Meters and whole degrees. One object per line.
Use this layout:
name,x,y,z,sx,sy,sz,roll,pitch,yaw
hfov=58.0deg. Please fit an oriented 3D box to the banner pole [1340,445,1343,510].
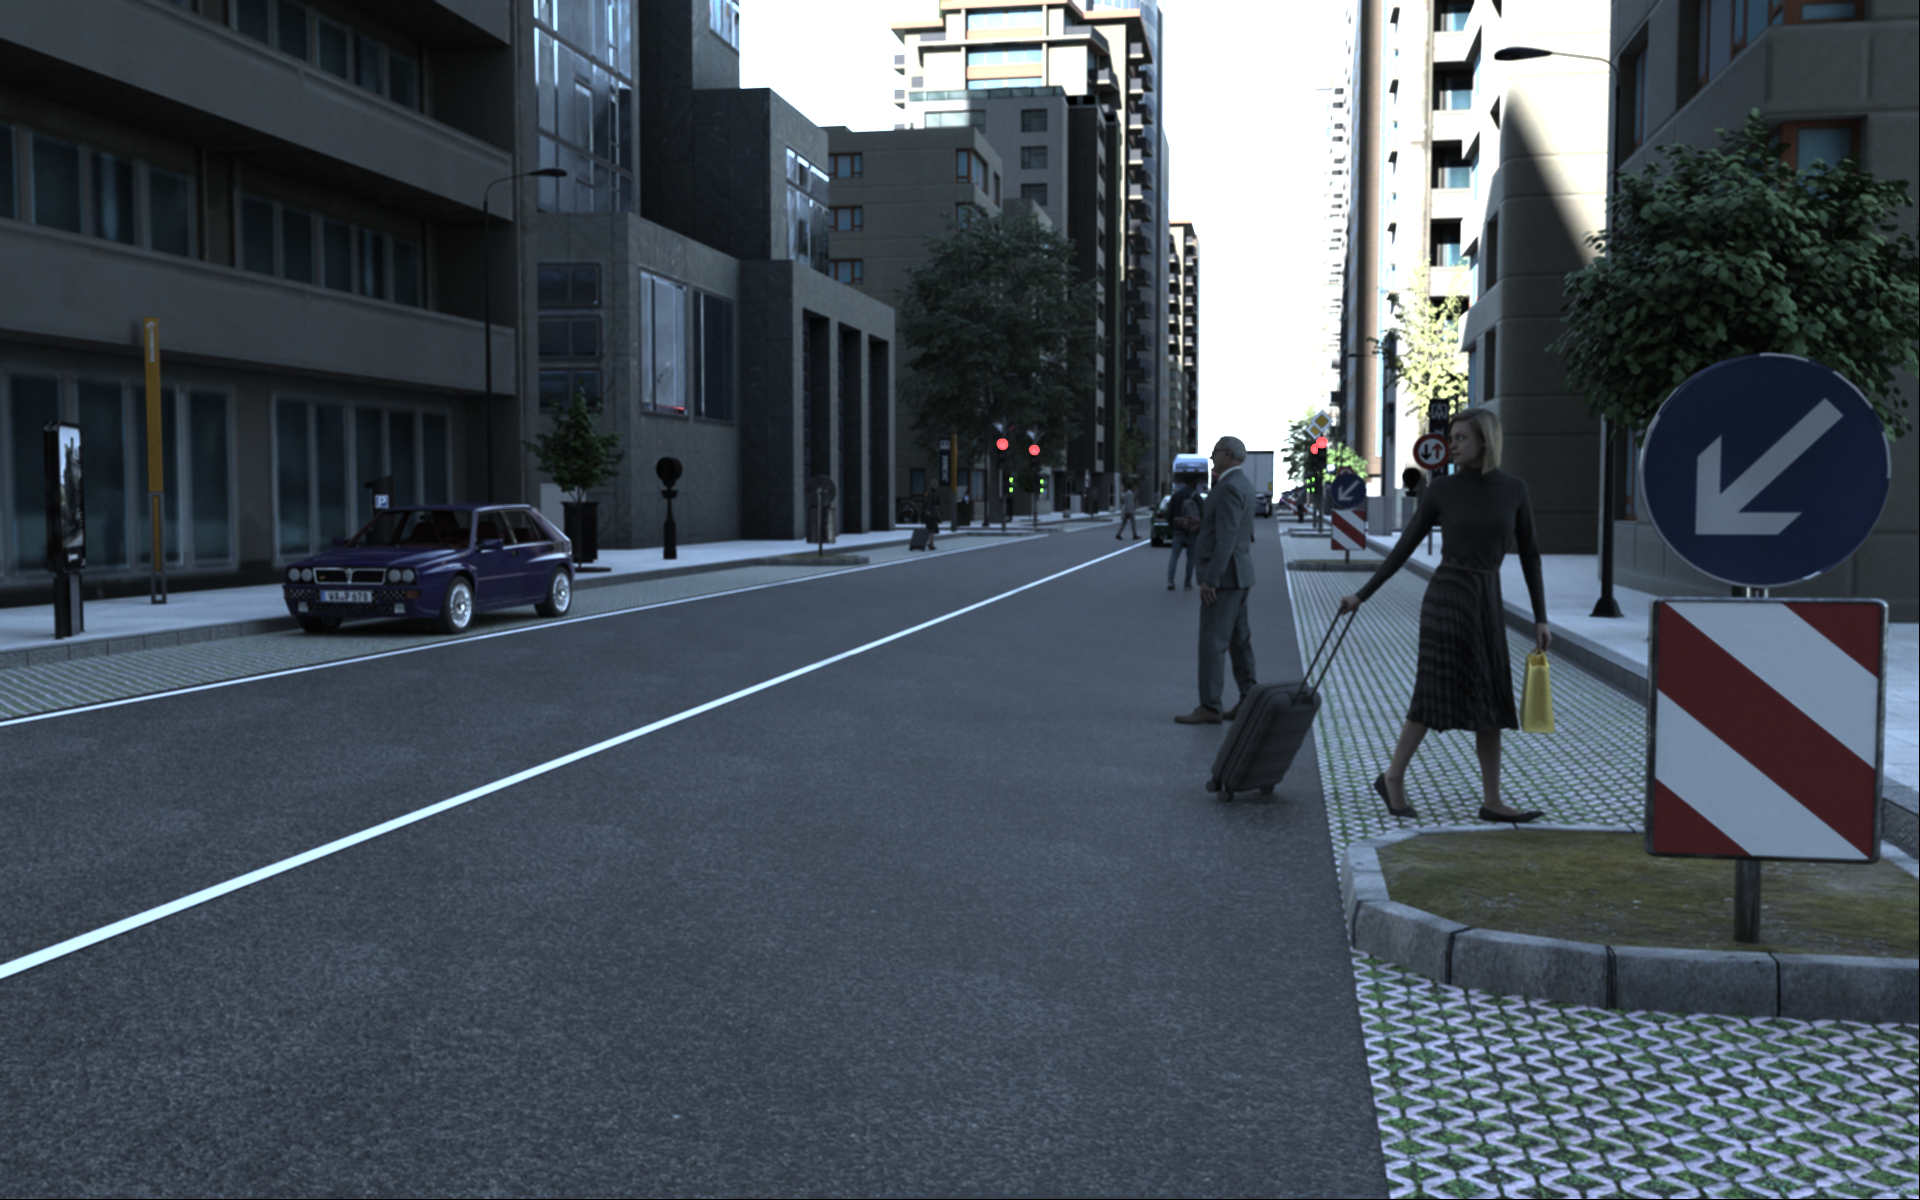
banner pole,19.613,-6.060,89.100,0.401,3.779,0.863,1,4,13

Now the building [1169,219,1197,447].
building,25.203,-37.570,268.893,22.147,44.769,28.867,1,4,10

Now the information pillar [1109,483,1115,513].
information pillar,10.346,-6.923,117.685,0.304,2.012,0.304,2,4,29

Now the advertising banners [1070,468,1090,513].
advertising banners,8.094,-7.389,116.991,0.090,3.025,2.074,3,5,44

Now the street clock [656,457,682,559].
street clock,-5.717,-1.805,34.086,0.471,2.002,0.358,2,4,26

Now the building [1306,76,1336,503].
building,61.025,-43.294,249.849,21.231,58.520,28.212,1,4,10

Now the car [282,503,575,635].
car,-5.676,-0.387,18.907,1.945,1.354,3.894,1,4,11

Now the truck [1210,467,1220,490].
truck,27.914,-11.954,184.356,2.839,4.237,11.283,1,4,10

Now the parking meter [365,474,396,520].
parking meter,-7.376,-0.835,22.066,0.372,1.533,0.369,0,3,0

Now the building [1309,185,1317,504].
building,53.671,-33.435,230.251,14.154,41.232,14.086,1,4,10

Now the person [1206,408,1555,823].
person,1.927,0.057,7.784,1.509,1.804,0.699,3,5,44

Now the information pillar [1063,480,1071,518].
information pillar,5.670,-5.356,92.055,0.304,2.012,0.304,-2,4,-32

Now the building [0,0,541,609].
building,-19.898,-24.321,21.352,21.300,48.544,21.600,1,4,10

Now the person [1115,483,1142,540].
person,5.287,-2.788,54.351,0.850,1.792,0.678,-1,4,-18

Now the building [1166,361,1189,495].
building,17.243,-24.263,241.742,27.650,21.520,28.899,1,4,10

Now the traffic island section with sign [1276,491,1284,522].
traffic island section with sign,17.143,-4.840,87.756,1.989,1.847,2.006,1,4,10

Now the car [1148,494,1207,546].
car,6.330,-2.253,48.640,2.131,1.459,4.920,1,4,9

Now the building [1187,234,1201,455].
building,32.887,-39.096,289.332,14.600,45.320,14.200,1,4,10

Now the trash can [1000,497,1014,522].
trash can,2.085,-4.116,78.947,0.748,1.137,0.748,0,3,0

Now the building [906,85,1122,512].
building,4.170,-21.708,126.627,14.160,30.474,14.107,1,4,10

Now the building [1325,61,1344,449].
building,49.790,-34.288,180.216,23.786,49.044,30.456,1,4,10

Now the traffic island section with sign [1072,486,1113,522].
traffic island section with sign,6.841,-4.923,89.114,1.989,1.847,2.006,1,4,10

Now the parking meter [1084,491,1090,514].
parking meter,8.270,-6.397,113.002,0.372,1.533,0.369,0,3,0

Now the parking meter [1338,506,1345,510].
parking meter,22.586,-5.929,102.643,0.399,1.863,0.255,3,5,45

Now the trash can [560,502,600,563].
trash can,-7.077,-1.264,32.319,0.748,1.137,0.748,0,3,0

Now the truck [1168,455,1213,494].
truck,16.682,-8.184,123.563,2.967,4.110,18.799,1,4,9

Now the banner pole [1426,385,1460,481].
banner pole,11.196,-3.053,39.934,0.863,3.779,0.401,0,4,2

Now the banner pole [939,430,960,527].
banner pole,-0.425,-4.726,67.289,0.863,3.779,0.401,1,4,12

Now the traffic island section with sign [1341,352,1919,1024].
traffic island section with sign,2.288,0.182,5.654,1.989,1.847,2.006,1,4,10

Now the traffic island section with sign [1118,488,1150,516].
traffic island section with sign,11.650,-6.545,115.638,1.989,1.847,2.006,1,4,10

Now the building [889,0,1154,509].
building,5.839,-30.736,157.163,22.147,44.769,28.867,1,4,10

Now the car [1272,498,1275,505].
car,26.893,-8.870,154.057,2.155,1.783,4.494,1,4,11

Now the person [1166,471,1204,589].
person,3.398,-1.051,26.034,0.623,1.781,0.721,1,4,14

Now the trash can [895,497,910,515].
trash can,-2.608,-4.101,78.706,0.748,1.137,0.748,0,3,0

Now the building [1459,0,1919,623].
building,24.157,-11.223,28.538,27.650,21.520,28.899,1,4,10

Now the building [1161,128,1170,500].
building,17.466,-33.979,205.674,14.600,45.320,14.200,1,4,10

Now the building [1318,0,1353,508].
building,42.849,-43.831,154.893,20.563,71.187,20.611,1,4,10

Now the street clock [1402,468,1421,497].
street clock,12.404,-2.634,47.639,0.471,2.002,0.358,0,4,-5

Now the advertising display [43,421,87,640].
advertising display,-8.074,-0.638,15.650,0.123,1.923,0.974,-1,4,-15

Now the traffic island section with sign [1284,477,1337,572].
traffic island section with sign,7.184,-1.472,32.688,1.989,1.847,2.006,1,4,10

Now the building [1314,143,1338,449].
building,49.517,-31.804,203.596,14.154,41.232,14.086,1,4,10

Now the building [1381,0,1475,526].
building,29.718,-27.632,75.483,21.600,48.544,21.300,1,4,10

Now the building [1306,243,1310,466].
building,67.095,-38.142,278.238,22.147,44.769,28.867,1,4,10

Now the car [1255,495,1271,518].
car,17.653,-5.631,104.064,2.014,1.417,4.499,1,4,9

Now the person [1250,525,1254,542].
person,8.498,-2.641,51.649,0.622,1.834,0.822,0,4,0

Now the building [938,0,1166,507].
building,10.269,-39.331,185.059,21.231,58.520,28.212,1,4,10

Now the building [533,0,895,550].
building,-19.506,-45.086,49.820,31.000,86.520,22.319,1,4,10

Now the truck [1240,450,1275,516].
truck,19.590,-7.751,115.642,2.839,4.237,11.283,1,4,9

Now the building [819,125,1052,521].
building,-10.359,-15.495,98.381,27.650,21.520,28.899,1,4,10

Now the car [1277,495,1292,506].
car,36.481,-11.086,193.837,1.945,1.354,3.894,1,4,10

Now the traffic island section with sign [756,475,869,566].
traffic island section with sign,-2.920,-1.624,35.175,1.989,1.847,2.006,1,4,10

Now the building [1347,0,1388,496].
building,36.367,-29.278,128.805,14.600,45.320,14.200,1,4,10
